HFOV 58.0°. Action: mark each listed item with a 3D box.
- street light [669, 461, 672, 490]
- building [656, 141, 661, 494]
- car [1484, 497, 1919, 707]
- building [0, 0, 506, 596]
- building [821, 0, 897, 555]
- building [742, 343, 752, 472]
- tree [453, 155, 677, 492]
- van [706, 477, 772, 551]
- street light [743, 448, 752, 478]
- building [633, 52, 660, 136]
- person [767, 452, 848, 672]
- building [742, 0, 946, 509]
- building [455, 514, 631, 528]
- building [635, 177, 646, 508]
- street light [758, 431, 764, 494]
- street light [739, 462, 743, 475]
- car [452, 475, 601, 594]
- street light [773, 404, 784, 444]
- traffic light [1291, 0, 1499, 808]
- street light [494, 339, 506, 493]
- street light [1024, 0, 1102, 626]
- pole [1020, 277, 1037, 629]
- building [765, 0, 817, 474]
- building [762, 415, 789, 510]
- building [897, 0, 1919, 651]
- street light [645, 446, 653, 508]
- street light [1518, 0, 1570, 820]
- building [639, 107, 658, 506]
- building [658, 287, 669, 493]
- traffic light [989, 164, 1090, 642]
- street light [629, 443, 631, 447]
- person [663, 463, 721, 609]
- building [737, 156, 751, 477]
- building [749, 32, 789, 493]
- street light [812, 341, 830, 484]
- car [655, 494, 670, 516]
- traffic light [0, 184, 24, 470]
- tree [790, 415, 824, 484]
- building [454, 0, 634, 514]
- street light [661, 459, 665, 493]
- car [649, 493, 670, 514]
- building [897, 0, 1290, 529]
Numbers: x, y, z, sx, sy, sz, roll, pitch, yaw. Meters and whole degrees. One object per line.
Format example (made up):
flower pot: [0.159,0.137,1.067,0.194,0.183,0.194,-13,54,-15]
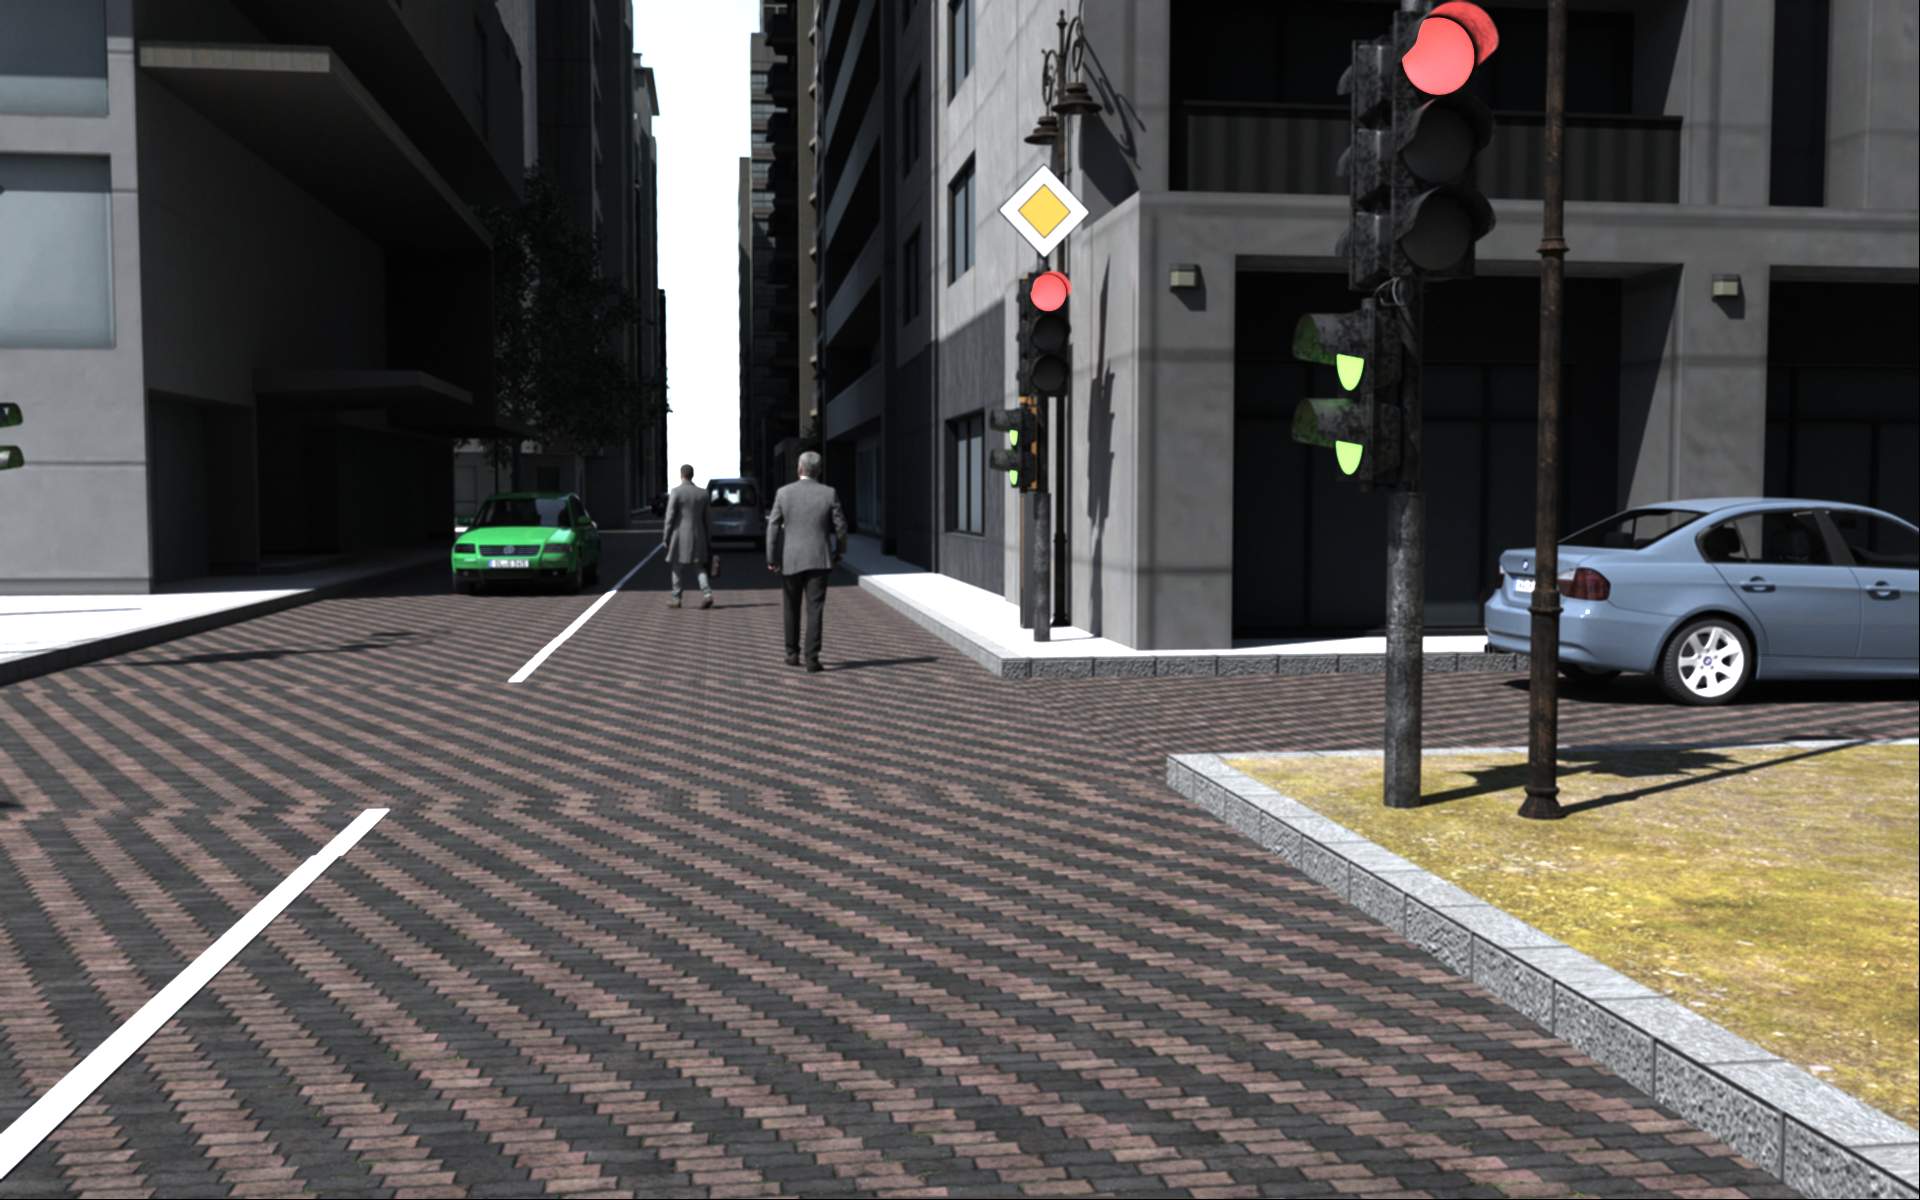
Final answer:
street light: [-40.910,-16.642,244.888,0.468,5.910,1.993,0,4,-8]
building: [-40.559,-31.045,191.177,14.154,41.232,14.086,0,4,-8]
car: [6.163,-0.039,12.640,4.499,1.417,2.014,-1,4,-8]
building: [-22.954,-27.016,30.950,28.713,52.752,27.495,0,4,-8]
building: [7.528,-25.862,46.548,21.300,48.544,21.600,0,4,-8]
building: [-12.773,-22.564,213.966,27.650,21.520,28.899,0,4,-8]
tree: [-14.818,-8.617,57.901,9.611,12.733,9.660,0,3,0]
van: [-5.857,-2.304,44.676,2.013,2.044,4.112,0,4,-8]
street light: [-21.387,-12.384,175.262,0.468,5.910,1.993,0,4,-8]
building: [-51.085,-37.986,210.308,28.713,52.752,27.495,0,4,-8]
person: [-1.263,-0.328,14.260,0.661,1.777,0.834,-1,4,-9]
building: [-13.355,-45.821,187.419,20.563,71.187,20.611,0,4,-8]
building: [-21.060,-23.657,70.380,14.154,41.232,14.086,0,4,-8]
building: [-34.868,-23.156,150.304,14.160,30.474,14.107,0,4,-8]
street light: [-14.654,-9.456,127.394,0.468,5.910,1.993,0,4,-8]
street light: [-26.434,-14.578,211.141,0.468,5.910,1.993,0,4,-8]
car: [-6.496,-1.064,26.196,1.959,1.807,4.718,0,4,-6]
street light: [-9.521,-7.251,91.337,0.468,5.910,1.993,0,4,-8]
traffic light: [1.802,-1.107,7.020,0.839,4.253,0.868,0,4,-8]
street light: [-13.483,-4.742,50.321,0.468,5.910,1.993,0,4,-8]
street light: [0.973,-2.686,16.697,0.468,5.910,1.993,0,4,-8]
pole: [0.663,-1.381,16.420,0.158,3.312,0.155,0,3,0]
building: [-0.665,-27.641,106.561,22.147,44.769,28.867,0,4,-8]
building: [-4.125,-50.313,135.285,22.319,86.520,31.000,0,4,-8]
building: [10.233,-35.795,23.499,20.611,71.187,20.563,0,4,-8]
street light: [-29.286,-11.593,162.328,0.468,5.910,1.993,0,4,-8]
street light: [2.317,-2.076,6.725,0.468,5.910,1.993,0,4,-8]
building: [-38.757,-30.185,177.115,14.154,41.232,14.086,0,4,-8]
building: [-46.693,-28.227,233.208,14.160,30.474,14.107,0,4,-8]
traffic light: [0.693,-1.591,14.928,0.839,4.253,0.868,0,4,-8]
street light: [-24.234,-9.396,126.412,0.468,5.910,1.993,0,4,-8]
person: [-3.391,-0.798,21.648,0.694,1.812,0.767,-3,4,-37]
building: [-19.573,-37.553,237.700,21.300,48.544,21.600,0,4,-8]
building: [-12.067,-29.033,158.277,14.154,41.232,14.086,0,4,-8]
street light: [-4.207,-4.879,52.558,0.468,5.910,1.993,0,4,-8]
car: [-18.687,-6.154,112.412,2.131,1.459,4.920,0,4,-7]
traffic light: [-7.932,-1.516,13.706,0.839,4.253,0.868,0,4,-8]
tree: [-4.337,-4.749,61.357,4.285,4.588,4.351,0,3,0]
building: [-32.744,-27.634,135.405,14.154,41.232,14.086,0,4,-8]
street light: [-35.743,-14.428,208.690,0.468,5.910,1.993,0,4,-8]
car: [-21.885,-7.292,128.265,2.155,1.783,4.494,0,4,-7]
building: [1.892,-39.205,79.248,20.563,71.187,20.611,0,4,-8]
